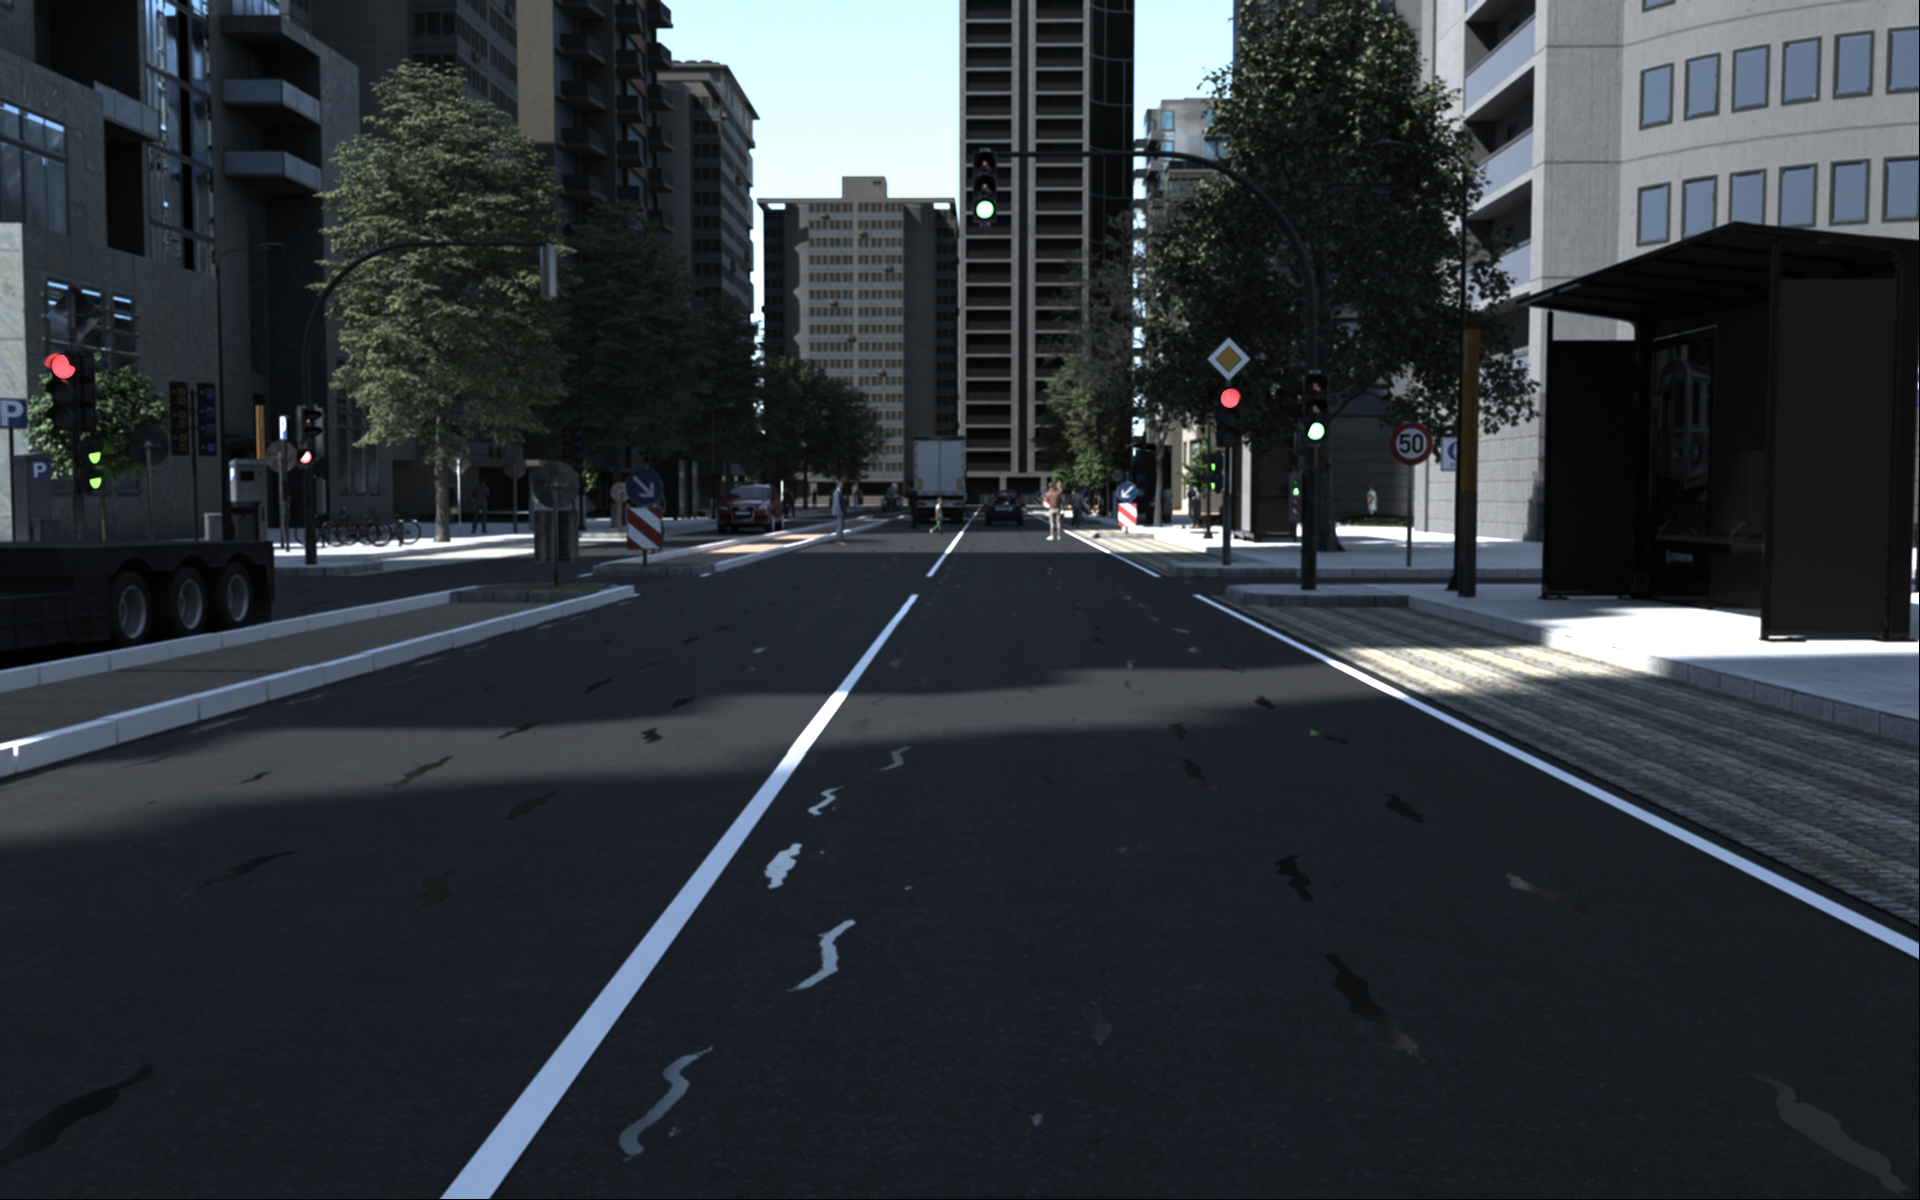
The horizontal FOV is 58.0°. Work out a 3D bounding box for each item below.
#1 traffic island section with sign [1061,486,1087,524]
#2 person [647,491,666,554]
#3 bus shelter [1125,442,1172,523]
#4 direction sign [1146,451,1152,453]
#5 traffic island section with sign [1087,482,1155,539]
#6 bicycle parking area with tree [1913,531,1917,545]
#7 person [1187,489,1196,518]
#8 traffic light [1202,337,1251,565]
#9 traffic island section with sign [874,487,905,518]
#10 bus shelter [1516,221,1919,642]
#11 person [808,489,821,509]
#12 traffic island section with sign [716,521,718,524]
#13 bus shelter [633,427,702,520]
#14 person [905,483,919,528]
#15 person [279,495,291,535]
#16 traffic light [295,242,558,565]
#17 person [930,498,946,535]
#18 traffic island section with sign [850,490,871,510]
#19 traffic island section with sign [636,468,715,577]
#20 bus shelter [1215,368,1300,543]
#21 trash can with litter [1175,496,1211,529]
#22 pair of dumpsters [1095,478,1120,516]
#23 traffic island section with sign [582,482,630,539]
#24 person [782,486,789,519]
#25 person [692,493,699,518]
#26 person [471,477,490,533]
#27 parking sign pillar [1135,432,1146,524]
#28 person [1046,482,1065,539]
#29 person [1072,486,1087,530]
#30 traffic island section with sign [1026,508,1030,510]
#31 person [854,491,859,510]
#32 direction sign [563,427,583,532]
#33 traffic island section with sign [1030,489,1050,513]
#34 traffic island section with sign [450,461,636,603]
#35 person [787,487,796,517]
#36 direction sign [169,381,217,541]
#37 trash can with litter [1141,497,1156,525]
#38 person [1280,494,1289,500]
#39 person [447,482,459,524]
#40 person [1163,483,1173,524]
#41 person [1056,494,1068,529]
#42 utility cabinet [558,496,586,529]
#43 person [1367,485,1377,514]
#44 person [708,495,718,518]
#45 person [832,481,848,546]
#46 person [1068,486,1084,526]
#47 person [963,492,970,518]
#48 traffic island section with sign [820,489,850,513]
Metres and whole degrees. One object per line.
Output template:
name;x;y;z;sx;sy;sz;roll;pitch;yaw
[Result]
traffic island section with sign;5.740;-4.573;83.390;1.989;1.847;2.006;0;4;1
person;-7.287;-1.993;41.272;0.592;1.802;0.473;0;4;1
bus shelter;8.777;-5.474;80.785;1.731;3.624;6.357;0;4;1
direction sign;9.644;-6.066;91.168;0.876;3.537;0.379;-1;4;-10
traffic island section with sign;5.266;-2.916;56.303;1.989;1.847;2.006;0;4;1
bicycle parking area with tree;21.561;-2.961;35.410;9.016;4.147;8.231;-1;4;-9
person;12.215;-5.167;91.075;0.519;1.759;0.362;-1;4;-12
traffic light;4.783;-2.579;31.090;0.839;4.253;0.868;0;4;1
traffic island section with sign;-4.222;-5.996;106.172;2.006;1.907;1.989;0;4;1
bus shelter;7.567;-1.637;18.053;1.731;3.624;6.357;0;4;1
person;-12.606;-8.760;149.793;1.217;1.766;0.721;-2;4;-26
traffic island section with sign;-10.575;-4.551;83.043;1.989;1.847;2.006;0;4;1
bus shelter;-14.600;-6.629;86.017;2.179;5.291;8.768;0;4;1
person;-2.035;-3.980;72.939;0.474;1.900;0.648;1;4;16
person;-21.310;-2.691;54.727;0.352;1.250;0.332;-2;4;-24
traffic light;-9.683;-3.468;31.362;4.771;5.953;1.251;0;4;1
person;-0.766;-2.895;60.086;0.590;1.304;0.306;-1;4;-16
traffic island section with sign;-9.229;-9.270;160.188;1.989;1.847;2.006;0;4;1
traffic island section with sign;-5.530;-1.401;31.045;2.006;1.907;1.989;0;4;1
bus shelter;8.581;-4.395;49.495;2.179;5.291;8.768;0;4;1
trash can with litter;8.508;-3.248;64.156;1.678;1.210;2.233;2;4;34
pair of dumpsters;8.821;-6.056;101.506;1.574;2.255;4.437;0;4;1
traffic island section with sign;-11.053;-2.903;56.093;1.989;1.847;2.006;0;4;1
person;-9.799;-5.488;97.597;0.474;1.900;0.648;-1;4;-14
person;-13.958;-5.181;91.012;0.793;1.790;0.793;1;4;13
person;-15.849;-3.140;57.194;0.655;1.846;0.447;0;4;-8
parking sign pillar;7.744;-5.238;74.111;1.447;3.967;1.447;0;4;8
person;3.042;-2.828;54.720;0.580;1.828;0.573;-3;5;-39
person;4.757;-3.693;69.469;0.593;1.750;0.643;2;4;23
traffic island section with sign;7.099;-9.279;160.345;1.989;1.847;2.006;0;4;1
person;-9.196;-8.825;153.461;0.551;1.740;0.621;1;4;18
direction sign;-13.151;-4.091;58.883;0.876;3.537;0.379;2;4;30
traffic island section with sign;6.618;-7.631;133.394;1.989;1.847;2.006;0;4;1
traffic island section with sign;-5.670;-0.948;23.639;2.006;1.907;1.989;0;4;1
person;-10.341;-5.939;105.516;0.836;1.842;0.656;3;4;36
direction sign;-15.551;-2.641;35.179;0.876;3.537;0.379;-3;5;-39
trash can with litter;7.831;-3.667;71.349;0.624;1.170;1.055;-2;4;-31
person;14.141;-4.248;75.694;0.606;1.804;0.583;-2;4;-32
person;-21.696;-4.134;73.855;0.699;1.804;1.509;-1;4;-12
person;8.982;-4.187;75.063;0.480;1.755;0.524;-1;4;-22
person;4.133;-3.785;71.064;0.731;1.740;0.598;2;4;33
utility cabinet;-14.154;-3.173;63.035;1.020;1.237;0.306;0;4;-1
person;18.450;-4.320;77.685;0.512;1.701;0.522;3;4;37
person;-13.040;-4.915;91.412;0.505;1.210;0.382;-3;5;-40
person;-3.359;-2.432;48.444;0.419;1.800;0.721;0;4;-8
person;5.237;-4.206;77.446;0.721;1.800;0.419;3;5;42
person;0.212;-5.907;105.177;0.850;1.850;0.679;-2;4;-26
traffic island section with sign;-9.709;-7.621;133.237;1.989;1.847;2.006;0;4;1
